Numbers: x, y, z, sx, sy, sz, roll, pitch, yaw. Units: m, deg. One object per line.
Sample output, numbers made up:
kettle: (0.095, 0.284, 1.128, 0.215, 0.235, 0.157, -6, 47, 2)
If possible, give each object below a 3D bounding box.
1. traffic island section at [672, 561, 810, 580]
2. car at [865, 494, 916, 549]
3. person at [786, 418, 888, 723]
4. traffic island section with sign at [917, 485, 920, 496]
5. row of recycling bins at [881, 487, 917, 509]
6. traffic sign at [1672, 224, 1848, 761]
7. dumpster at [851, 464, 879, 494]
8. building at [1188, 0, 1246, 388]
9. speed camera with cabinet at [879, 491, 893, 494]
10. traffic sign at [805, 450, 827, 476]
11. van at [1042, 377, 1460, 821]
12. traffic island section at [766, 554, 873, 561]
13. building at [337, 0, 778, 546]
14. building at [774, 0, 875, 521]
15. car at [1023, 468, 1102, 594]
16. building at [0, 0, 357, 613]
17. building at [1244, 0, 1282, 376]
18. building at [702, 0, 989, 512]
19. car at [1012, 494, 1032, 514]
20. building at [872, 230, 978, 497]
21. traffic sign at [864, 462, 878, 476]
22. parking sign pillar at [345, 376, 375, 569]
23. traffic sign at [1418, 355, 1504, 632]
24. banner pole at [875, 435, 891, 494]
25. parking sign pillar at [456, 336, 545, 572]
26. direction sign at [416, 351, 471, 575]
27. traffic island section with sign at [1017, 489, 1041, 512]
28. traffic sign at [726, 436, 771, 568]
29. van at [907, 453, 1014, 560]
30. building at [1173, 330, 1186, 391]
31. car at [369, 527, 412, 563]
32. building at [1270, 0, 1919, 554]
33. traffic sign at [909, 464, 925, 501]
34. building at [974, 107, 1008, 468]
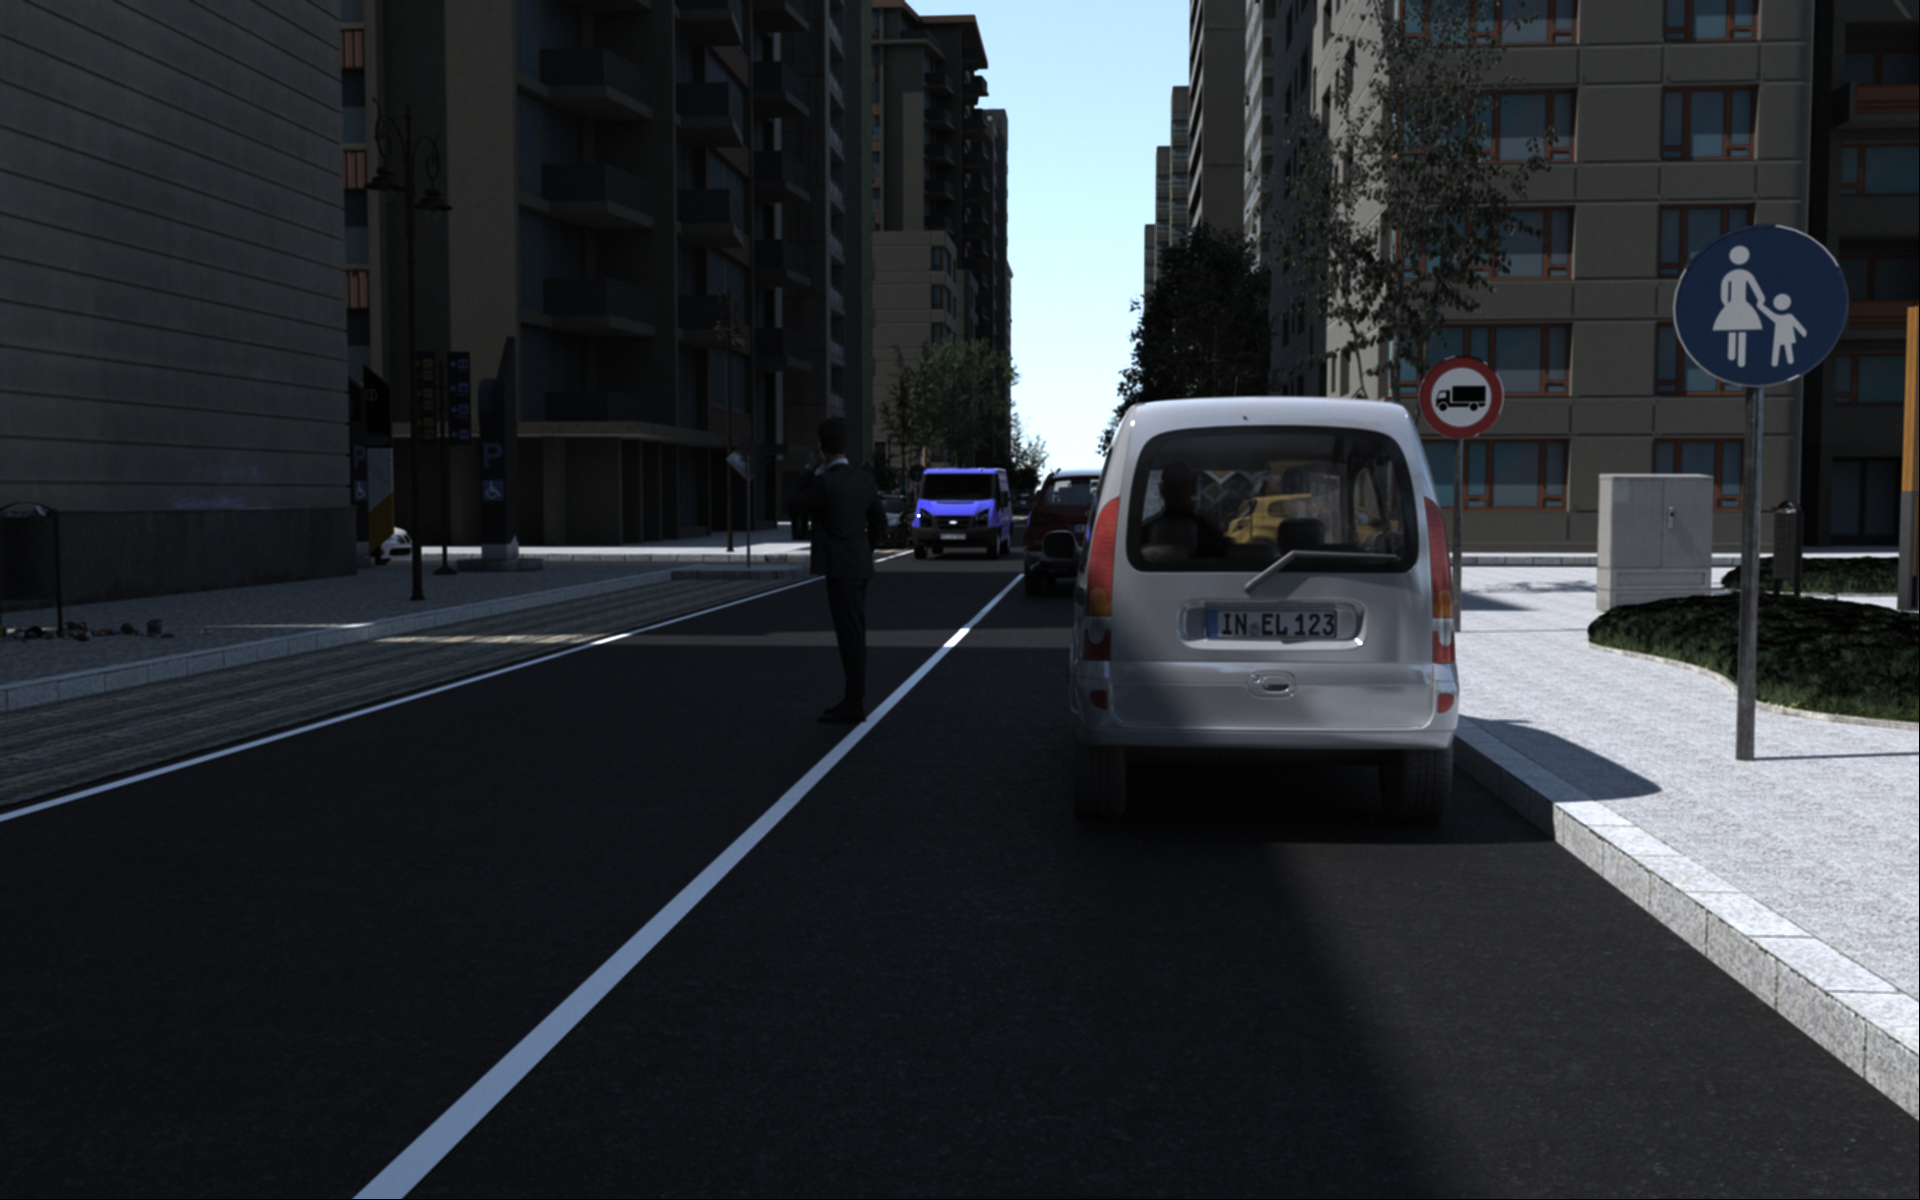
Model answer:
traffic island section: (-3.700, -0.481, 30.151, 2.009, 0.180, 2.903, 0, 4, 5)
car: (-2.136, -2.237, 46.361, 2.009, 1.686, 4.222, 0, 4, 6)
person: (-0.784, -0.187, 10.922, 0.474, 1.900, 0.648, 2, 4, 24)
traffic island section with sign: (-1.161, -3.157, 60.248, 1.989, 1.847, 2.006, 0, 4, 5)
row of recycling bins: (-4.210, -6.120, 107.167, 3.534, 1.692, 1.069, 1, 4, 15)
traffic sign: (3.790, -0.500, 8.286, 0.768, 2.556, 0.104, 1, 4, 14)
dumpster: (-3.524, -3.313, 56.655, 1.502, 2.255, 1.985, 0, 4, 5)
building: (28.169, -30.889, 128.743, 21.300, 48.544, 21.600, 0, 4, 5)
speed camera with cabinet: (-4.685, -7.106, 110.525, 0.660, 3.252, 2.038, 2, 4, 32)
traffic sign: (-3.005, -2.104, 38.044, 0.795, 2.450, 0.064, 0, 4, 5)
van: (1.418, -0.122, 9.015, 2.013, 2.044, 4.112, 0, 4, 4)
traffic island section: (-3.029, -0.968, 38.108, 2.009, 0.180, 2.903, 0, 4, 5)
building: (-17.015, -24.492, 55.072, 22.147, 44.769, 28.867, 0, 4, 5)
building: (-12.046, -24.537, 84.769, 14.154, 41.232, 14.086, 0, 4, 5)
car: (2.091, -1.069, 26.157, 2.281, 1.827, 5.304, 0, 4, 6)
building: (-22.107, -13.748, 22.043, 25.104, 27.353, 12.463, 0, 4, 5)
building: (28.460, -24.643, 94.787, 32.217, 40.220, 23.993, 0, 4, 5)
building: (-8.921, -30.789, 158.030, 22.147, 44.769, 28.867, 0, 4, 5)
car: (4.841, -7.132, 128.612, 2.014, 1.417, 4.499, 0, 4, 3)
building: (-13.509, -17.386, 129.294, 27.650, 21.520, 28.899, 0, 4, 5)
traffic sign: (-3.316, -3.698, 61.646, 0.795, 2.450, 0.064, 1, 4, 10)
parking sign pillar: (-10.973, -2.546, 30.107, 1.447, 3.967, 1.447, 1, 4, 19)
traffic sign: (4.609, -0.973, 16.015, 0.768, 2.556, 0.104, 0, 4, 5)
banner pole: (-3.219, -5.095, 73.325, 0.863, 3.779, 0.401, 0, 4, 5)
parking sign pillar: (-7.737, -2.482, 29.056, 1.447, 3.967, 1.447, 0, 4, -6)
direction sign: (-8.236, -2.177, 27.597, 0.876, 3.537, 0.379, -1, 4, -11)
traffic island section with sign: (5.330, -7.861, 137.156, 1.989, 1.847, 2.006, 0, 4, 5)
traffic sign: (-3.676, -1.617, 30.087, 0.795, 2.450, 0.064, 0, 4, 5)
van: (0.101, -2.163, 39.747, 2.240, 2.365, 5.245, 0, 4, 6)
building: (32.702, -18.973, 155.255, 27.650, 21.520, 28.899, 0, 4, 5)
car: (-13.362, -1.355, 34.513, 4.827, 1.381, 2.083, 0, 4, 5)
building: (24.839, -12.532, 49.946, 28.899, 21.520, 27.650, 0, 4, 5)
traffic sign: (-1.809, -4.503, 73.728, 0.768, 2.556, 0.104, 1, 4, 9)
building: (-2.459, -30.313, 179.212, 14.154, 41.232, 14.086, 0, 4, 5)
